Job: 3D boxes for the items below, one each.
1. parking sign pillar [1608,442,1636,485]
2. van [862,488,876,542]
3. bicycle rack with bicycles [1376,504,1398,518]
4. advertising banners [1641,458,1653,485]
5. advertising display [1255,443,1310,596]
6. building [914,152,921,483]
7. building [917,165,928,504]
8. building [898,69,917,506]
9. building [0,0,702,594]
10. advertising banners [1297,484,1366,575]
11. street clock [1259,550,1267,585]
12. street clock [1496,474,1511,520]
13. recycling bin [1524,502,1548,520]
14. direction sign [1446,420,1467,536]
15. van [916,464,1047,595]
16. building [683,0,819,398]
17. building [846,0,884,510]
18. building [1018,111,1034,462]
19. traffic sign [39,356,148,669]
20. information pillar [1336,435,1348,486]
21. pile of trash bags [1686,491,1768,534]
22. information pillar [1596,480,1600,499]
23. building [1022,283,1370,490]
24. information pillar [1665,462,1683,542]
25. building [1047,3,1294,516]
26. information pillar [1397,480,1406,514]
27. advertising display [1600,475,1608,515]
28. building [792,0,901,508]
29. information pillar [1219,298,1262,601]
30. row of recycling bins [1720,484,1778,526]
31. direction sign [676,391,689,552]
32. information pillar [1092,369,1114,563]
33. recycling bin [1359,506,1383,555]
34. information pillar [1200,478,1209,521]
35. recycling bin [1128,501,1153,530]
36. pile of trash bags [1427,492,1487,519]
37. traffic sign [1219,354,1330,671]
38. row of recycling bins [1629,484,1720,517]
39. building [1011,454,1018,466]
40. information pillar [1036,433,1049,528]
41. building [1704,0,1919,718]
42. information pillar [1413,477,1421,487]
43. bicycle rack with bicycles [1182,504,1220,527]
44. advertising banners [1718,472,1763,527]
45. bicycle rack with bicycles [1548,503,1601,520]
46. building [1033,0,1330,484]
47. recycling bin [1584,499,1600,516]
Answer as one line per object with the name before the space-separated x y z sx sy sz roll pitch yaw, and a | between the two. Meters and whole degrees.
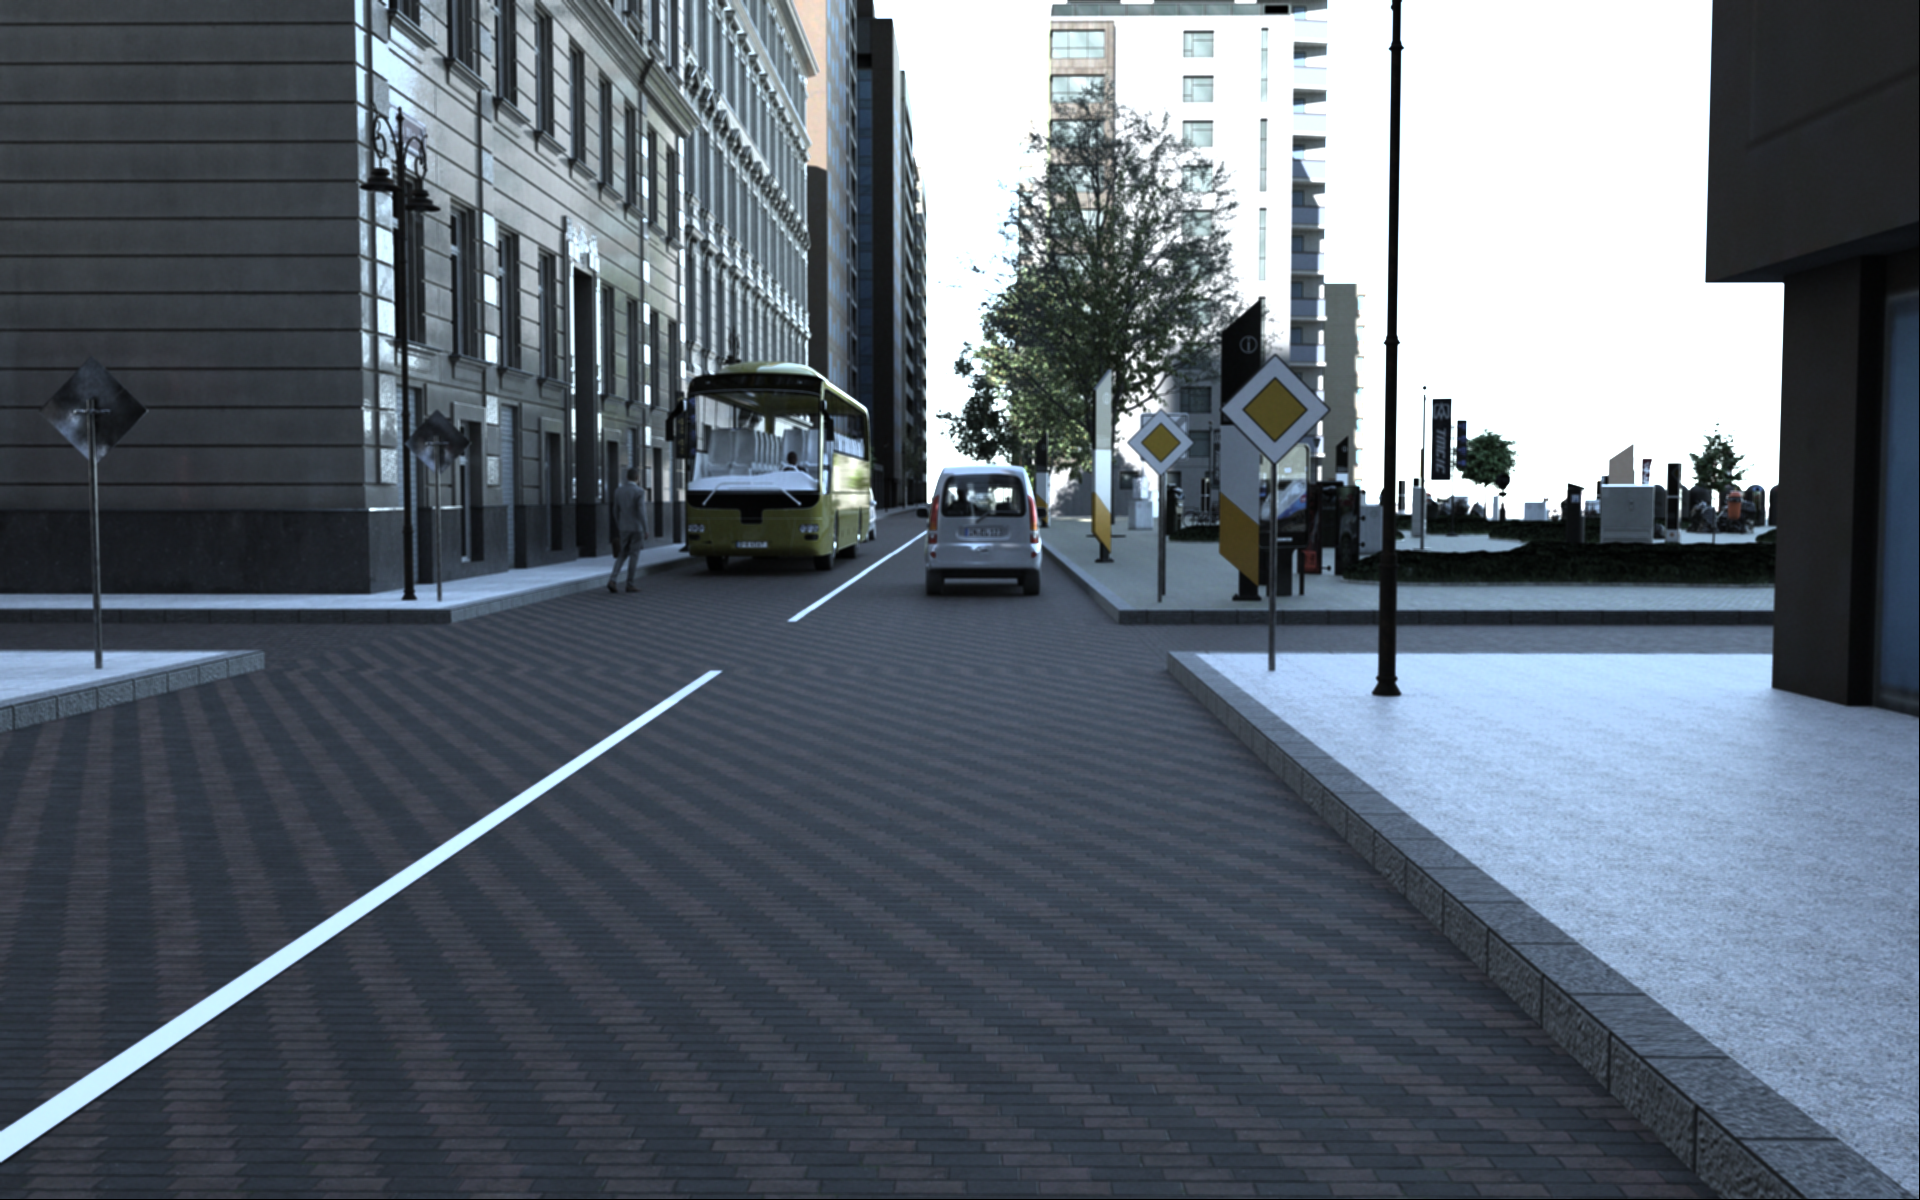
parking sign pillar | 34.638 -6.251 90.684 1.447 3.967 1.447 3 4 37
van | -3.521 -2.814 53.028 2.013 2.044 4.112 0 4 2
bicycle rack with bicycles | 14.983 -3.170 65.208 2.925 0.926 2.852 -2 4 -26
advertising banners | 32.439 -5.365 83.913 2.074 3.025 0.090 1 4 19
advertising display | 4.019 -1.011 21.752 0.974 1.923 0.123 -3 4 -37
building | -16.214 -34.381 216.752 22.147 44.769 28.867 0 4 1
building | -15.554 -37.859 242.695 21.300 48.544 21.600 0 4 1
building | -16.153 -34.670 190.553 21.300 48.544 21.600 0 4 1
building | -13.025 -14.449 33.498 12.463 27.353 25.104 0 4 1
advertising banners | 5.653 -1.935 27.825 0.090 3.025 2.074 -3 4 -39
street clock | 4.322 -1.213 24.407 0.358 2.002 0.471 -1 4 -18
street clock | 19.357 -3.498 61.764 0.471 2.002 0.358 -1 4 -11
recycling bin | 19.417 -2.804 58.396 0.722 1.027 0.722 2 4 24
direction sign | 14.984 -3.709 52.640 0.876 3.537 0.379 -1 4 -12
van | 0.330 -1.163 26.023 2.013 2.044 4.112 0 3 0
building | -15.824 -17.835 68.014 17.030 29.872 44.131 0 4 1
building | -16.895 -43.121 143.282 20.563 71.187 20.611 0 4 1
building | 13.279 -30.847 187.947 14.154 41.232 14.086 0 4 1
traffic sign | -6.328 -0.552 12.669 0.795 2.450 0.064 0 4 1
information pillar | 15.169 -4.734 68.758 0.504 3.616 0.183 -1 4 -9
pile of trash bags | 25.157 -2.886 56.936 1.912 1.369 3.447 1 4 12
information pillar | 32.981 -5.185 89.261 0.304 2.012 0.304 -2 4 -33
building | 19.765 -19.038 156.317 27.650 21.520 28.899 0 4 1
information pillar | 16.602 -2.189 40.290 0.304 2.012 0.304 2 4 31
building | 12.266 -20.461 106.233 14.160 30.474 14.107 0 4 1
information pillar | 22.763 -5.185 89.263 0.304 2.012 0.304 -3 5 -43
advertising display | 21.803 -3.268 58.653 0.123 1.923 0.974 1 4 13
building | -12.726 -31.276 161.469 14.600 45.320 14.200 0 4 1
information pillar | 3.383 -1.802 20.825 0.504 3.616 0.183 0 4 8
row of recycling bins | 32.745 -3.866 70.320 3.534 1.692 1.069 1 4 14
direction sign | -6.076 -2.843 38.476 0.379 3.537 0.876 1 4 19
information pillar | 2.662 -2.512 32.424 0.183 3.616 0.504 3 5 43
recycling bin | 8.652 -1.497 37.029 0.722 1.027 0.722 1 4 9
information pillar | 11.478 -4.687 81.124 0.304 2.012 0.304 -3 5 -42
recycling bin | 6.527 -3.059 62.565 0.722 1.027 0.722 -1 4 -15
pile of trash bags | 23.112 -4.403 81.749 3.447 1.369 1.912 -2 4 -26
traffic sign | 2.266 -0.544 12.535 0.795 2.450 0.064 0 4 1
row of recycling bins | 28.306 -3.803 69.291 3.534 1.692 1.069 0 4 -1
building | 20.264 -22.316 209.912 27.650 21.520 28.899 0 4 1
information pillar | 3.149 -4.581 66.259 0.504 3.616 0.183 2 4 31
building | 11.838 -21.603 3.316 14.600 45.320 14.200 0 4 1
information pillar | 20.148 -4.401 76.449 0.304 2.012 0.304 2 4 25
bicycle rack with bicycles | 9.647 -3.116 64.326 2.925 0.926 2.852 2 4 25
advertising banners | 30.774 -4.400 68.123 2.074 3.025 0.090 -1 4 -20
bicycle rack with bicycles | 25.749 -3.609 72.388 2.925 0.926 2.852 -3 5 -40
building | 15.867 -35.746 126.452 21.231 58.520 28.212 0 4 1
recycling bin | 30.186 -4.280 82.525 0.722 1.027 0.722 0 4 5
